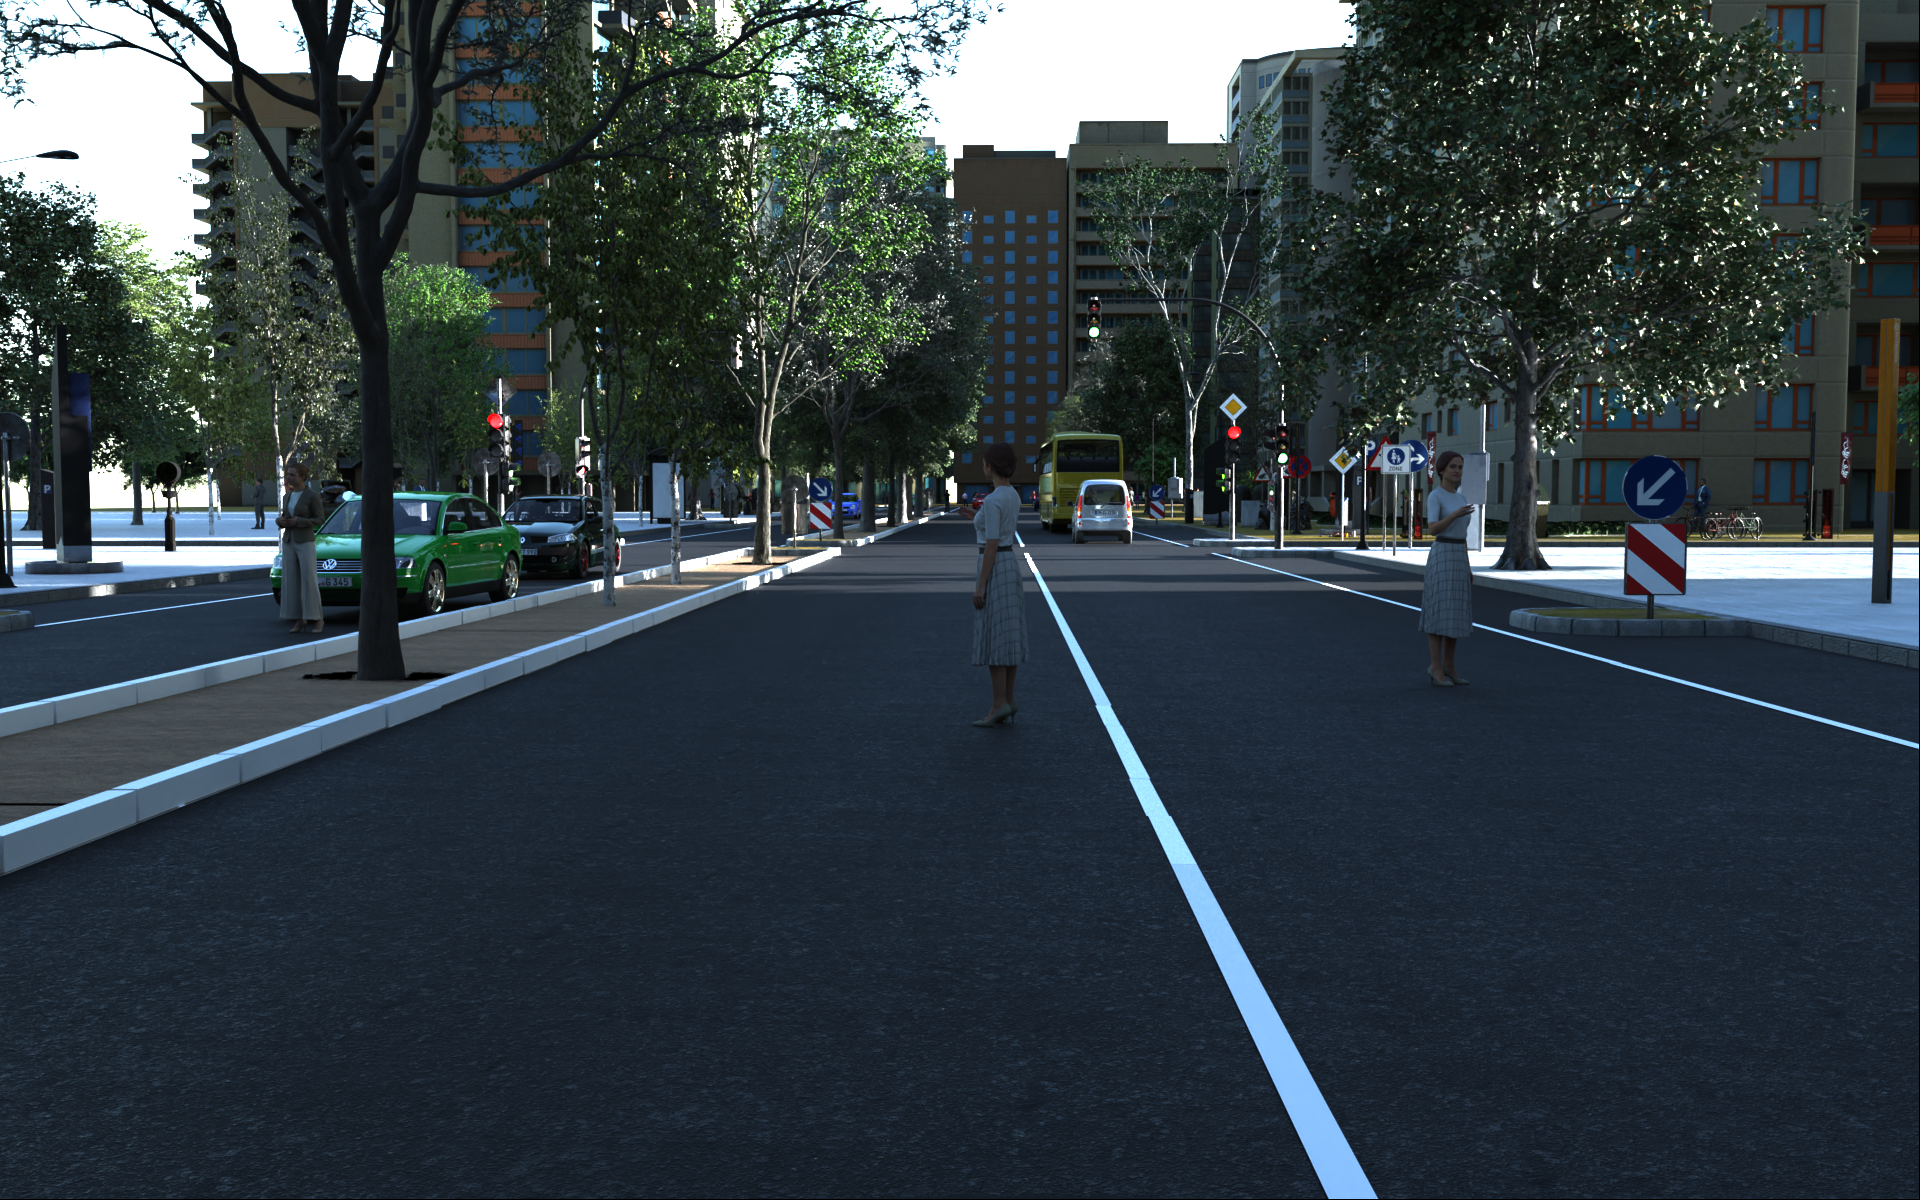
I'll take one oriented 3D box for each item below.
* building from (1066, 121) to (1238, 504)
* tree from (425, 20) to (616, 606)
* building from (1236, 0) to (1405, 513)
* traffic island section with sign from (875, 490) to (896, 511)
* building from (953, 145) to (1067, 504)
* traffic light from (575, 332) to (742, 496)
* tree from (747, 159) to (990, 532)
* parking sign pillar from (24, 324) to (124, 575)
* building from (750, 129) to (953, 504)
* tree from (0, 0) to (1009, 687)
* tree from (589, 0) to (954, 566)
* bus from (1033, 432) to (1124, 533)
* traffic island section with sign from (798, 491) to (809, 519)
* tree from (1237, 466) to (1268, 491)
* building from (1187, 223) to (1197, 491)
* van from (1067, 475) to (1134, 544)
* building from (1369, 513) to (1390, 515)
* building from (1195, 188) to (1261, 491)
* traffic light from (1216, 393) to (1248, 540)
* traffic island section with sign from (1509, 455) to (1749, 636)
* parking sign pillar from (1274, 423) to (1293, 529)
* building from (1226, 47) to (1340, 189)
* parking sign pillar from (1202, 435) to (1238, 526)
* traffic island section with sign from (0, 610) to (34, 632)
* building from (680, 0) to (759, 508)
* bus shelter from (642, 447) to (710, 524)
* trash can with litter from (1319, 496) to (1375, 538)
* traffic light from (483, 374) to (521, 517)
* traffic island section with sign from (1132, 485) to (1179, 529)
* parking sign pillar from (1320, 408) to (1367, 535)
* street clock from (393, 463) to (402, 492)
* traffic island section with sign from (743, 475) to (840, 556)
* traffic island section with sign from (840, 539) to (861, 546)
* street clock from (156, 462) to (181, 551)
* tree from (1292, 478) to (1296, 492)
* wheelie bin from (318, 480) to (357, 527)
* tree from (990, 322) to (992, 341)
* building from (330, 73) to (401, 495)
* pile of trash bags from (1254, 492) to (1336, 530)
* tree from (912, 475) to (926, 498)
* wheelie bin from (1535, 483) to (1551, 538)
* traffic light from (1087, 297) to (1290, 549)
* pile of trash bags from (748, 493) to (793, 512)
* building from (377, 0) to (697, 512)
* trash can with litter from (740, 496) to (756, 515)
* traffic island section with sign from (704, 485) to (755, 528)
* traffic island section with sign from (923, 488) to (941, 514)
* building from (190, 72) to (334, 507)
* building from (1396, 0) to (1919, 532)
[{"bbox_3d":[24.383,-36.960,227.998,21.600,48.544,21.300,0,4,1],"label":"building"},{"bbox_3d":[-4.428,-4.204,21.559,4.737,8.622,4.395,0,3,0],"label":"tree"},{"bbox_3d":[38.521,-27.787,146.201,32.217,40.220,23.993,0,4,1],"label":"building"},{"bbox_3d":[-7.593,-10.391,178.517,1.989,1.847,2.006,0,4,1],"label":"traffic island section with sign"},{"bbox_3d":[6.413,-35.158,224.936,14.200,45.320,14.600,0,4,1],"label":"building"},{"bbox_3d":[-8.499,-4.520,48.575,4.771,5.953,1.251,0,4,1],"label":"traffic light"},{"bbox_3d":[-3.473,-9.490,64.275,9.857,13.997,8.962,0,3,0],"label":"tree"},{"bbox_3d":[-14.476,-2.430,28.199,1.447,3.967,1.447,-2,4,-32],"label":"parking sign pillar"},{"bbox_3d":[-15.806,-37.346,230.219,30.456,49.044,23.786,0,4,1],"label":"building"},{"bbox_3d":[-4.442,-6.116,12.816,12.009,13.543,11.850,0,3,0],"label":"tree"},{"bbox_3d":[-3.891,-6.502,34.514,9.928,11.665,9.643,0,3,0],"label":"tree"},{"bbox_3d":[4.540,-4.637,67.355,2.896,3.916,12.252,0,3,0],"label":"bus"},{"bbox_3d":[-9.186,-5.713,102.033,1.989,1.847,2.006,0,4,1],"label":"traffic island section with sign"},{"bbox_3d":[20.234,-7.718,120.792,1.663,3.219,1.824,0,3,0],"label":"tree"},{"bbox_3d":[30.477,-25.008,180.582,14.160,30.474,14.107,0,4,1],"label":"building"},{"bbox_3d":[4.197,-2.719,51.467,2.013,2.044,4.112,0,4,2],"label":"van"},{"bbox_3d":[38.144,-25.472,108.346,32.217,40.220,23.993,0,4,1],"label":"building"},{"bbox_3d":[30.824,-24.112,165.926,14.160,30.474,14.107,0,4,1],"label":"building"},{"bbox_3d":[7.566,-3.627,48.220,0.839,4.253,0.868,0,4,1],"label":"traffic light"},{"bbox_3d":[6.992,-0.600,18.433,1.989,1.847,2.006,0,4,1],"label":"traffic island section with sign"},{"bbox_3d":[12.148,-4.685,65.072,1.447,3.967,1.447,1,4,22],"label":"parking sign pillar"},{"bbox_3d":[49.883,-41.871,226.586,28.212,58.520,21.231,0,4,1],"label":"building"},{"bbox_3d":[10.587,-5.017,70.499,1.447,3.967,1.447,1,4,12],"label":"parking sign pillar"},{"bbox_3d":[-10.939,-0.580,18.107,1.989,1.847,2.006,0,4,1],"label":"traffic island section with sign"},{"bbox_3d":[-35.148,-35.781,174.253,27.495,52.752,28.713,0,4,1],"label":"building"},{"bbox_3d":[-12.538,-5.082,77.007,2.014,3.302,5.546,0,4,1],"label":"bus shelter"},{"bbox_3d":[11.652,-2.502,51.960,1.678,1.210,2.233,1,4,17],"label":"trash can with litter"},{"bbox_3d":[-10.759,-3.161,40.600,0.839,4.253,0.868,0,4,1],"label":"traffic light"},{"bbox_3d":[8.118,-3.933,72.927,1.989,1.847,2.006,0,4,1],"label":"traffic island section with sign"},{"bbox_3d":[12.034,-4.024,54.264,1.447,3.967,1.447,0,4,8],"label":"parking sign pillar"},{"bbox_3d":[-13.318,-2.222,40.902,0.358,2.002,0.471,-2,4,-25],"label":"street clock"},{"bbox_3d":[-3.978,-1.999,40.827,2.006,1.907,1.989,0,4,1],"label":"traffic island section with sign"},{"bbox_3d":[-3.814,-2.452,48.232,2.006,1.907,1.989,0,4,1],"label":"traffic island section with sign"},{"bbox_3d":[-17.744,-2.098,38.868,0.471,2.002,0.358,0,4,-4],"label":"street clock"},{"bbox_3d":[20.012,-6.819,106.098,1.663,3.219,1.824,0,3,0],"label":"tree"},{"bbox_3d":[-13.914,-1.884,38.718,0.980,1.594,0.693,0,4,-3],"label":"wheelie bin"},{"bbox_3d":[-2.890,-10.723,84.428,9.857,13.997,8.962,0,3,0],"label":"tree"},{"bbox_3d":[-55.852,-32.504,181.543,14.200,45.320,14.600,0,4,1],"label":"building"},{"bbox_3d":[12.218,-3.198,62.032,3.447,1.369,1.912,3,4,37],"label":"pile of trash bags"},{"bbox_3d":[-2.504,-9.863,114.080,4.360,8.622,3.978,0,3,0],"label":"tree"},{"bbox_3d":[16.739,-2.610,50.586,0.980,1.594,0.693,-2,4,-28],"label":"wheelie bin"},{"bbox_3d":[5.305,-4.004,40.139,4.771,5.953,1.251,0,4,1],"label":"traffic light"},{"bbox_3d":[-13.188,-6.844,121.645,3.447,1.369,1.912,-2,4,-26],"label":"pile of trash bags"},{"bbox_3d":[-33.293,-29.602,138.615,22.147,44.769,28.867,0,4,1],"label":"building"},{"bbox_3d":[-12.830,-5.730,105.065,0.624,1.170,1.055,2,4,27],"label":"trash can with litter"},{"bbox_3d":[-9.773,-3.980,73.703,1.989,1.847,2.006,0,4,1],"label":"traffic island section with sign"},{"bbox_3d":[-2.251,-7.047,123.355,2.006,1.907,1.989,0,4,1],"label":"traffic island section with sign"},{"bbox_3d":[-70.051,-32.516,181.747,14.200,45.320,14.600,0,4,1],"label":"building"},{"bbox_3d":[35.738,-13.848,71.460,28.899,21.520,27.650,0,4,1],"label":"building"}]
